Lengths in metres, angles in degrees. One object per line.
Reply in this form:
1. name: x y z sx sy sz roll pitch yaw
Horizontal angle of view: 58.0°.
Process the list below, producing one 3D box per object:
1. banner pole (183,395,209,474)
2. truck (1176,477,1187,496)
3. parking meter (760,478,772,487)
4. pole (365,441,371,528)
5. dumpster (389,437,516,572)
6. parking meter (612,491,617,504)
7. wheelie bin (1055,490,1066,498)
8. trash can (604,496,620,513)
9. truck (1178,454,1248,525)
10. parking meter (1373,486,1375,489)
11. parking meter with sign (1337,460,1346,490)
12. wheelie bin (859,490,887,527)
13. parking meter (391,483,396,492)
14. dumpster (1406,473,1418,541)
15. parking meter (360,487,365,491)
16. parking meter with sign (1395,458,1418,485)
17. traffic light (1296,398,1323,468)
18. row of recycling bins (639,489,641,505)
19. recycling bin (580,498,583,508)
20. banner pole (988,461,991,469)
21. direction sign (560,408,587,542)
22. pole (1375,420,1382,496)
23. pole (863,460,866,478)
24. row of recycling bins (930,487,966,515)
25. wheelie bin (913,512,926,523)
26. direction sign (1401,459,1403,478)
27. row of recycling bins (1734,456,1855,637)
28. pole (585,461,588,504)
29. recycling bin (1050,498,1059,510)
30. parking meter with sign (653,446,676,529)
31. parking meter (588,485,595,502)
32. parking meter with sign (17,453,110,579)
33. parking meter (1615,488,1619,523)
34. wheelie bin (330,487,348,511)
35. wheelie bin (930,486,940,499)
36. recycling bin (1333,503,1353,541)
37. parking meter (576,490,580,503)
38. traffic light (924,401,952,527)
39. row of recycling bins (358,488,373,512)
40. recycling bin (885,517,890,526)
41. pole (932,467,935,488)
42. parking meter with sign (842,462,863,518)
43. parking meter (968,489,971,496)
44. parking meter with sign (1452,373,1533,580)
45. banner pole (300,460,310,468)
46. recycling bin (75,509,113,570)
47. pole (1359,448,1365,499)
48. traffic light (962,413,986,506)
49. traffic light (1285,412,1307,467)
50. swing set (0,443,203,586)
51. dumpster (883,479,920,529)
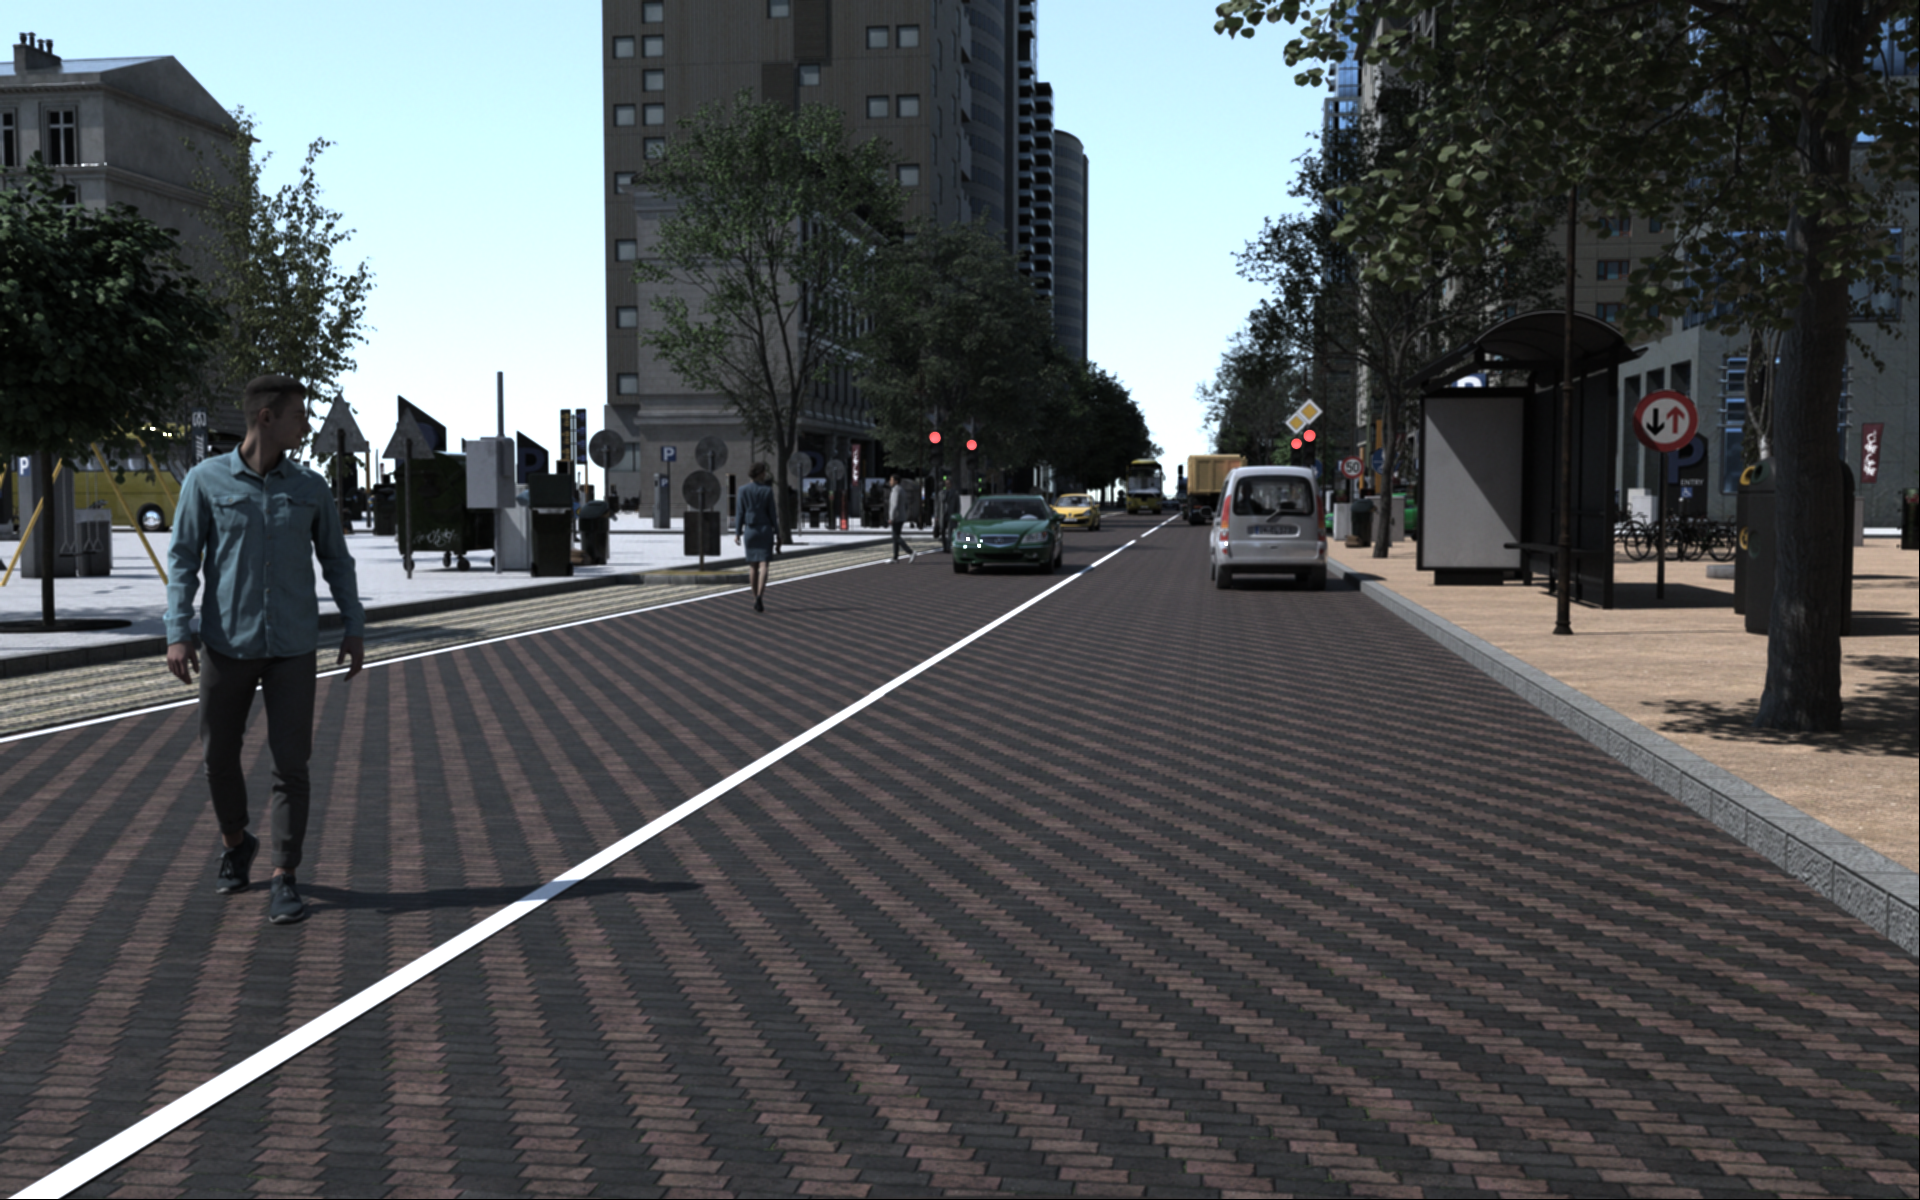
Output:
1. banner pole: -19.391 -3.296 43.914 0.863 3.779 0.401 1 4 13
2. truck: 36.298 -17.712 279.343 2.967 4.110 18.799 0 4 7
3. parking meter: -7.132 -3.546 63.695 0.255 1.863 0.399 3 5 44
4. pole: -22.630 -4.427 66.222 0.158 3.312 0.155 0 3 0
5. dumpster: -8.577 -1.642 29.347 1.502 2.255 1.985 1 4 8
6. parking meter: -26.276 -7.538 131.652 0.372 1.533 0.369 0 3 0
7. wheelie bin: 6.970 -6.833 119.626 0.693 1.594 0.980 -1 4 -17
8. trash can: -20.655 -5.523 101.962 0.748 1.137 0.748 0 3 0
9. truck: 12.277 -5.346 83.335 3.469 3.379 9.791 0 4 6
10. parking meter: 28.730 -6.990 119.996 0.255 1.863 0.399 1 4 12
11. parking meter with sign: 19.829 -5.662 88.839 0.543 3.016 1.738 0 4 -4
12. wheelie bin: -3.361 -3.733 68.937 0.980 1.594 0.693 -3 5 -40
13. parking meter: -29.472 -5.150 89.906 0.255 1.863 0.399 1 4 9
14. dumpster: 12.808 -2.685 46.387 1.502 2.255 1.985 1 4 8
15. parking meter: -47.398 -8.058 137.457 0.399 1.863 0.255 3 4 38
16. parking meter with sign: 21.726 -5.430 85.049 0.543 3.016 1.738 -3 5 -44
17. traffic light: 10.209 -3.785 50.811 0.839 4.253 0.868 1 4 8
18. row of recycling bins: -18.325 -5.824 102.329 1.069 1.692 3.534 -1 4 -20
19. recycling bin: -27.540 -6.835 124.304 0.722 1.027 0.722 -2 4 -34
20. banner pole: 2.214 -8.504 129.058 0.401 3.779 0.863 1 4 21
21. direction sign: -10.268 -3.308 46.080 0.876 3.537 0.379 2 4 29
22. pole: 11.527 -3.295 47.715 0.158 3.312 0.155 0 3 0
23. pole: -5.649 -6.641 102.417 0.158 3.312 0.155 0 3 0
24. row of recycling bins: -0.862 -6.171 108.004 1.069 1.692 3.534 3 4 36
25. wheelie bin: -1.771 -4.193 76.457 0.693 1.594 0.980 2 4 32
26. direction sign: 27.174 -7.013 106.651 0.379 3.537 0.876 0 4 6
27. row of recycling bins: 8.239 -0.610 17.094 1.069 1.692 3.534 1 4 22
28. pole: -22.703 -6.817 105.293 0.158 3.312 0.155 0 3 0
29. recycling bin: 6.537 -6.298 115.534 0.722 1.027 0.722 3 5 41
30. parking meter with sign: -11.019 -4.156 64.211 0.543 3.016 1.738 -2 4 -25
31. parking meter: -22.946 -6.244 107.799 0.255 1.863 0.399 1 4 19
32. parking meter with sign: -13.981 -1.852 26.538 0.543 3.016 1.738 2 4 31
33. parking meter: 28.870 -4.158 76.391 0.372 1.533 0.369 0 3 0
34. wheelie bin: -28.719 -4.365 79.269 0.980 1.594 0.693 -1 4 -11
35. wheelie bin: -0.745 -3.863 71.060 0.980 1.594 0.693 0 4 -7
36. recycling bin: 10.640 -2.141 47.555 0.722 1.027 0.722 1 4 10
37. parking meter: -22.995 -5.836 103.832 0.372 1.533 0.369 0 3 0
38. traffic light: -0.690 -3.881 52.382 0.839 4.253 0.868 1 4 8
39. row of recycling bins: -44.266 -7.273 126.024 1.069 1.692 3.534 3 5 43
40. recycling bin: -3.345 -3.529 70.259 0.722 1.027 0.722 3 4 39
41. pole: -1.958 -8.285 129.300 0.158 3.312 0.155 0 3 0
42. parking meter with sign: -5.556 -5.969 93.849 1.738 3.016 0.543 -2 4 -23
43. parking meter: 0.633 -6.246 107.828 0.255 1.863 0.399 0 4 3
44. parking meter with sign: 7.984 -1.807 25.808 0.543 3.016 1.738 3 5 44
45. banner pole: -43.608 -7.655 115.175 0.863 3.779 0.401 0 4 -8
46. recycling bin: -14.989 -1.054 29.792 0.722 1.027 0.722 -2 4 -26
47. pole: 17.640 -5.027 76.029 0.158 3.312 0.155 0 3 0
48. traffic light: 0.465 -4.365 60.284 0.839 4.253 0.868 1 4 8
49. traffic light: 11.363 -4.269 58.713 0.839 4.253 0.868 1 4 8
50. swing set: -11.670 -1.547 22.917 2.862 2.851 3.119 -1 4 -13
51. dumpster: -2.179 -3.629 65.086 1.264 1.857 1.865 0 4 8
